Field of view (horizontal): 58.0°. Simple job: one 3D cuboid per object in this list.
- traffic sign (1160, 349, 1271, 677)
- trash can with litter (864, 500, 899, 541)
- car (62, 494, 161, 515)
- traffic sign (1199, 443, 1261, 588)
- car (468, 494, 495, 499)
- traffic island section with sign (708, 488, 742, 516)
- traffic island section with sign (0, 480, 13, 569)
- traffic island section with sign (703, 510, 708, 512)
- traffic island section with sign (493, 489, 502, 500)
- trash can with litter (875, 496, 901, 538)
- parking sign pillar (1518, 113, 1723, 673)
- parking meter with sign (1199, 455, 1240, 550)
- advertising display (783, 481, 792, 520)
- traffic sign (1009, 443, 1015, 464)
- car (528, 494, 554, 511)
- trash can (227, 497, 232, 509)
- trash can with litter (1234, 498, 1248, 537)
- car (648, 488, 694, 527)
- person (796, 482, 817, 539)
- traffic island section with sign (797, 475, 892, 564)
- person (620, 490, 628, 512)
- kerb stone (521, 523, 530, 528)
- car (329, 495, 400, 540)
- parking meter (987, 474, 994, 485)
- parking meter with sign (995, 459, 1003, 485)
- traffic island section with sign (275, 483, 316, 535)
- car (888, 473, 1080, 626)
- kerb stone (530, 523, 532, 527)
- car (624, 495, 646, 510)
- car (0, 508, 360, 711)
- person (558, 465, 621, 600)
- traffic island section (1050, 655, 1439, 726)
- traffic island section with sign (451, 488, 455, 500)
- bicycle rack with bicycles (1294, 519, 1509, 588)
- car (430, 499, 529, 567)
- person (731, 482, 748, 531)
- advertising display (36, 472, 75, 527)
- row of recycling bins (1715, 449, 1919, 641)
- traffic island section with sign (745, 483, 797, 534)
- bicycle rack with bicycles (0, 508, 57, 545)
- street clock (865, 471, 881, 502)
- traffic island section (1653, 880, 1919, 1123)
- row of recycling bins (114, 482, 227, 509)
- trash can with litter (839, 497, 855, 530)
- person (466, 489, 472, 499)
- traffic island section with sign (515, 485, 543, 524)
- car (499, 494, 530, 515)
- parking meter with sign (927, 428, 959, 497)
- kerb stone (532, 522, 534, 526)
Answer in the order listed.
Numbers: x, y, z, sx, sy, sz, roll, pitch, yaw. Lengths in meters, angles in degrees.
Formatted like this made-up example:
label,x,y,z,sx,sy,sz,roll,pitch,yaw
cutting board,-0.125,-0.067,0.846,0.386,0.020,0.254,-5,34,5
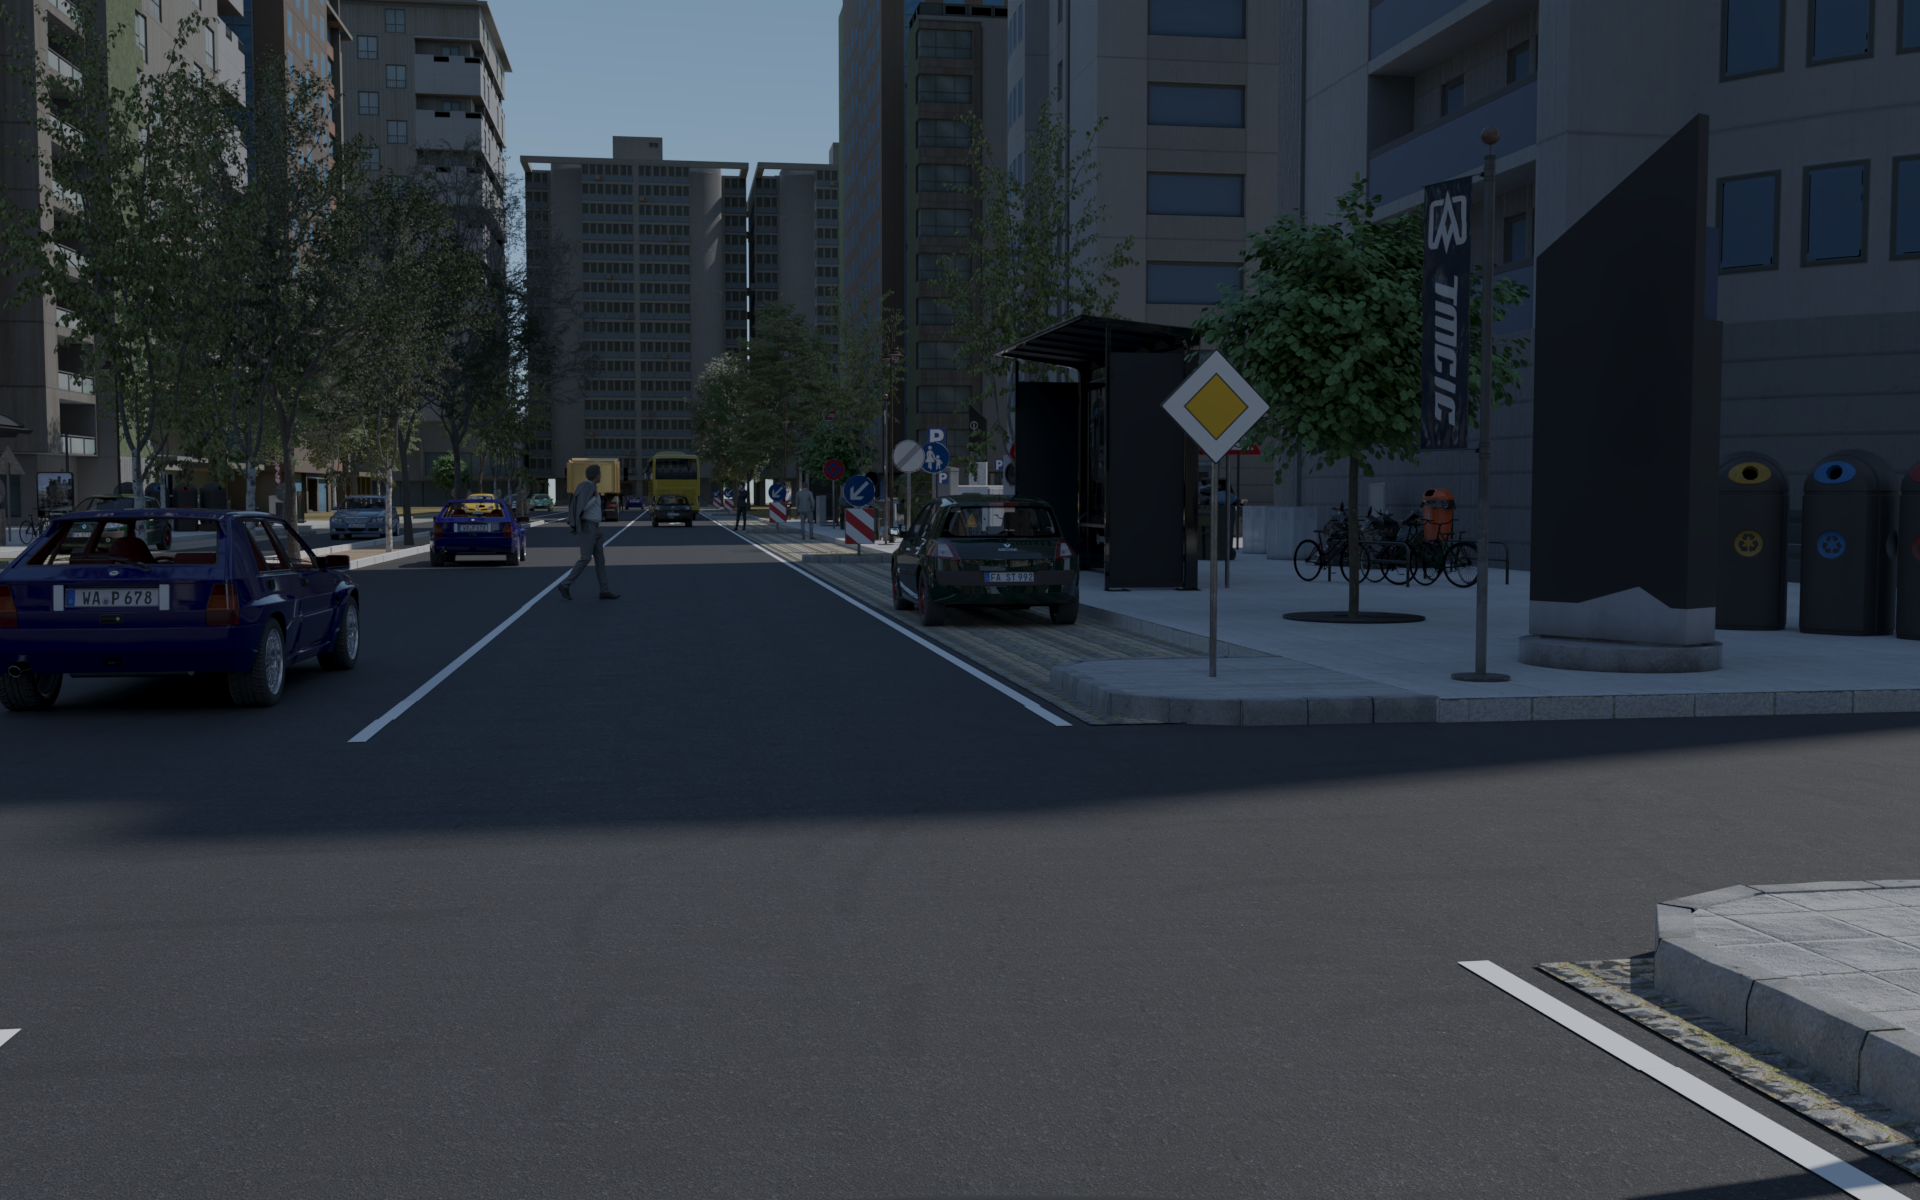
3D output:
label,x,y,z,sx,sy,sz,roll,pitch,yaw
traffic sign,1.771,-0.517,12.089,0.795,2.450,0.064,-1,4,-10
trash can with litter,-2.179,-2.213,47.576,1.055,1.170,0.624,1,4,20
car,-20.747,-1.999,42.464,2.009,1.686,4.222,0,4,-8
traffic sign,3.639,-1.439,23.533,0.884,2.594,0.081,0,4,-5
car,-25.372,-4.991,91.822,2.015,1.641,3.980,-1,4,-10
traffic island section with sign,-15.148,-6.354,112.511,1.989,1.847,2.006,-1,4,-10
traffic island section with sign,-19.043,-1.529,33.621,1.989,1.847,2.006,-1,4,-10
traffic island section with sign,-19.650,-7.979,139.089,1.989,1.847,2.006,-1,4,-10
traffic island section with sign,-36.379,-7.812,136.355,1.989,1.847,2.006,-1,4,-10
trash can with litter,-1.815,-2.401,50.311,2.233,1.210,1.678,-1,4,-20
parking sign pillar,4.980,-1.499,12.980,1.447,3.967,1.447,-3,4,-38
parking meter with sign,5.559,-2.656,39.683,1.738,3.016,0.543,0,4,-5
advertising display,-8.409,-4.844,84.406,0.123,1.923,0.974,1,4,13
traffic sign,1.463,-2.319,38.016,0.768,2.556,0.104,0,4,-1
car,-35.117,-8.156,145.155,2.131,1.459,4.920,-1,4,-10
trash can,-31.334,-3.790,73.620,0.748,1.137,0.748,0,3,0
trash can with litter,8.023,-2.428,51.085,0.624,1.170,1.055,-2,4,-26
car,-12.741,-4.082,76.532,2.009,1.686,4.222,-1,4,-11
person,-4.836,-2.798,54.346,0.635,1.810,0.391,0,4,6
traffic island section with sign,-2.306,-1.700,36.427,1.989,1.847,2.006,-1,4,-10
person,-26.887,-7.842,137.233,1.217,1.766,0.721,-3,4,-36
kerb stone,-18.410,-3.121,73.300,0.120,0.150,1.000,-1,4,-10
car,-19.225,-2.693,56.040,2.014,1.417,4.499,-1,4,-11
parking meter,0.762,-2.701,49.876,0.399,1.863,0.255,2,4,34
parking meter with sign,2.501,-5.610,87.991,0.543,3.016,1.738,3,4,37
traffic island section with sign,-23.539,-3.157,60.250,1.989,1.847,2.006,-1,4,-10
car,0.214,-0.635,20.174,2.009,1.686,4.222,-1,4,-8
kerb stone,-18.585,-3.186,74.307,0.120,0.150,1.000,-1,4,-10
car,-29.805,-8.941,158.766,1.945,1.354,3.894,-1,4,-9
car,-5.653,-0.019,12.883,1.945,1.354,3.894,0,4,-8
person,-5.040,-0.910,23.484,0.850,1.850,0.679,0,4,0
traffic island section,1.793,0.618,12.170,2.009,0.180,2.903,-1,4,-10
traffic island section with sign,-31.897,-6.186,109.774,1.989,1.847,2.006,-1,4,-10
bicycle rack with bicycles,6.535,-0.696,24.754,2.852,0.926,2.925,-2,4,-24
car,-9.903,-1.416,35.725,1.945,1.354,3.894,-1,4,-11
person,-8.547,-3.643,67.423,0.648,1.900,0.474,3,5,40
advertising display,-26.077,-2.737,49.958,0.974,1.923,0.123,-1,4,-12
row of recycling bins,8.418,-0.520,15.614,1.069,1.692,3.534,-3,5,-41
traffic island section with sign,-6.791,-3.326,63.008,1.989,1.847,2.006,-1,4,-10
bicycle rack with bicycles,-24.336,-1.890,44.292,2.852,0.926,2.925,0,4,-7
street clock,-2.791,-3.113,55.475,0.471,2.002,0.358,2,4,24
traffic island section,3.123,1.100,4.296,2.009,0.180,2.903,-1,4,-10
row of recycling bins,-26.869,-3.171,58.967,3.534,1.692,1.069,-3,4,-37
trash can with litter,-3.992,-3.102,62.101,0.624,1.170,1.055,-1,4,-14
person,-31.683,-6.282,111.877,0.621,1.740,0.551,-1,4,-15
traffic island section with sign,-21.311,-4.648,84.139,2.006,1.907,1.989,-1,4,-10
car,-31.357,-6.741,122.010,2.131,1.459,4.920,-1,4,-11
parking meter with sign,-0.310,-3.076,46.550,0.543,3.016,1.738,1,4,21
kerb stone,-18.750,-3.250,75.325,0.120,0.150,1.000,-1,4,-10
